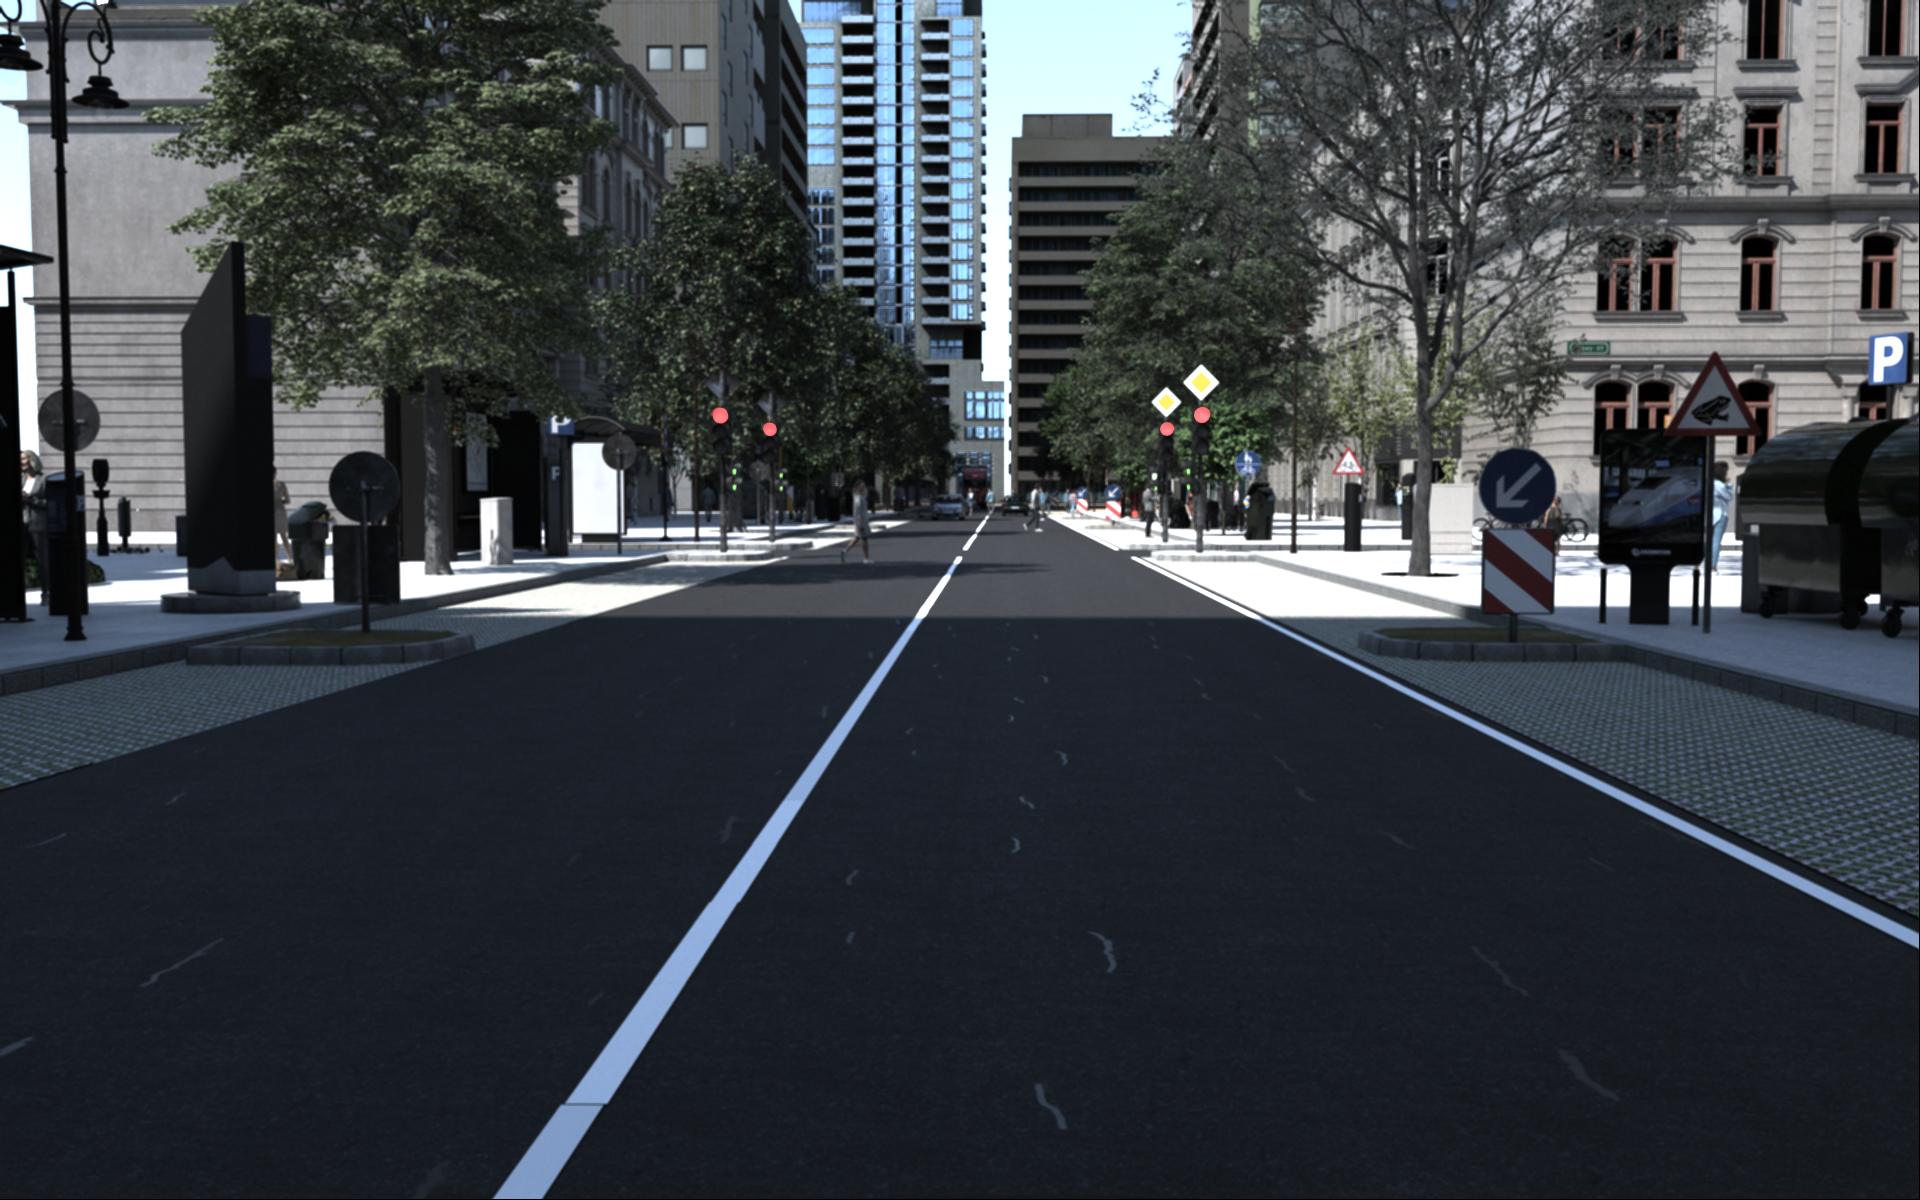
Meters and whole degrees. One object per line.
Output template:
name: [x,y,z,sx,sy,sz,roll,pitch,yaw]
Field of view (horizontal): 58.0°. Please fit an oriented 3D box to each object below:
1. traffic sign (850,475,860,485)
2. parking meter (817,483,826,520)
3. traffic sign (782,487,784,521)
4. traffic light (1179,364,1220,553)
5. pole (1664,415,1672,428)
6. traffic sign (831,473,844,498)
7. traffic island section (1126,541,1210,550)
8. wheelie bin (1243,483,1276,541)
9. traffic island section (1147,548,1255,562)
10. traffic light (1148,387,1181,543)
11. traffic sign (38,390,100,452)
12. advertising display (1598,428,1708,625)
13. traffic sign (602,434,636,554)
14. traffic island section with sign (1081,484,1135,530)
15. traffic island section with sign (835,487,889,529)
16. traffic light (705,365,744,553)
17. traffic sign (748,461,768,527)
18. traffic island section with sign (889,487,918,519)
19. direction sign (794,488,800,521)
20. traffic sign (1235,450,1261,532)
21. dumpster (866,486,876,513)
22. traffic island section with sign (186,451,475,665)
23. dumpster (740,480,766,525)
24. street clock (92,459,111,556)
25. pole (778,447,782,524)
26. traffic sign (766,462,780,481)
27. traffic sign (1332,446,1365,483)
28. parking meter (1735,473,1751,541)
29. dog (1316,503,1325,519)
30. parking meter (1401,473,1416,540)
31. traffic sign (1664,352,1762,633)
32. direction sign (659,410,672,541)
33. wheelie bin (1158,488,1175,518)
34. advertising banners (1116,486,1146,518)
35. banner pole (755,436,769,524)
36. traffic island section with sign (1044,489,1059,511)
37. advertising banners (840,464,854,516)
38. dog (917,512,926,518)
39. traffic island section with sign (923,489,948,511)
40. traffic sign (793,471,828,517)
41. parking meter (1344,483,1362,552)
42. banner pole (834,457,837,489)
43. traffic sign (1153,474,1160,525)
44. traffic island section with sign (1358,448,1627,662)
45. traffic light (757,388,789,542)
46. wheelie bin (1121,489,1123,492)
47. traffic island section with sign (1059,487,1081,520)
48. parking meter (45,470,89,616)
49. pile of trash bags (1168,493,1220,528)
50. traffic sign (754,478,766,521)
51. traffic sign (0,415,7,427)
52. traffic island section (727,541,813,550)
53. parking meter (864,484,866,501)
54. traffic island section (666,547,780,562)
traffic sign: [-6.337,-6.508,106.415,0.884,2.594,0.081,1,4,11]
parking meter: [-6.855,-4.883,85.553,0.399,1.863,0.255,-3,5,-43]
traffic sign: [-8.344,-4.993,81.738,0.768,2.556,0.104,0,4,2]
traffic light: [5.197,-2.977,37.596,0.839,4.253,0.868,0,4,1]
pole: [18.237,-3.110,44.698,0.158,3.312,0.155,0,3,0]
traffic sign: [-5.819,-4.905,82.327,0.606,2.300,0.079,1,4,10]
traffic island section: [5.435,-1.432,45.692,2.009,0.180,2.903,0,4,1]
wheelie bin: [8.341,-2.452,48.000,0.980,1.594,0.693,-2,4,-32]
traffic island section: [5.237,-0.944,37.709,2.009,0.180,2.903,0,4,1]
traffic light: [5.396,-3.465,45.579,0.839,4.253,0.868,0,4,1]
traffic sign: [-10.816,-1.280,21.034,0.768,2.556,0.104,0,4,2]
advertising display: [6.794,-0.722,17.024,0.974,1.923,0.123,1,4,19]
traffic sign: [-7.234,-2.241,36.739,0.768,2.556,0.104,1,4,10]
traffic island section with sign: [6.062,-3.771,70.282,1.989,1.847,2.006,0,4,1]
traffic island section with sign: [-4.050,-3.806,70.850,1.989,1.847,2.006,0,4,1]
traffic light: [-5.161,-2.992,37.837,0.839,4.253,0.868,0,4,1]
traffic sign: [-7.815,-4.095,67.061,0.768,2.556,0.104,0,4,4]
traffic island section with sign: [-3.386,-5.470,98.068,1.989,1.847,2.006,0,4,1]
direction sign: [-7.715,-5.519,82.237,0.379,3.537,0.876,0,4,-5]
traffic sign: [8.414,-3.091,50.643,0.768,2.556,0.104,0,4,6]
dumpster: [-6.471,-6.933,119.120,1.264,1.857,1.865,0,4,2]
traffic island section with sign: [-5.433,-0.410,15.327,1.989,1.847,2.006,0,4,1]
dumpster: [-8.879,-4.094,72.691,1.264,1.857,1.865,0,4,2]
street clock: [-17.776,-1.914,35.869,0.358,2.002,0.471,-3,4,-38]
pole: [-7.704,-4.917,74.238,0.158,3.312,0.155,0,3,0]
traffic sign: [-7.422,-4.181,68.464,0.768,2.556,0.104,0,4,5]
traffic sign: [10.540,-2.877,47.043,0.884,2.594,0.081,1,4,11]
parking meter: [21.448,-2.551,47.423,0.255,1.863,0.399,-1,4,-10]
dog: [18.519,-4.608,89.722,0.800,0.831,0.513,0,4,3]
parking meter: [12.477,-2.598,48.185,0.255,1.863,0.399,3,5,39]
traffic sign: [6.898,-0.974,15.931,0.884,2.594,0.081,0,4,2]
direction sign: [-8.059,-3.382,47.290,0.379,3.537,0.876,-1,4,-20]
wheelie bin: [11.070,-5.184,92.658,0.980,1.594,0.693,-1,4,-22]
advertising banners: [9.241,-5.846,91.772,2.074,3.025,0.090,1,4,12]
banner pole: [-8.533,-5.148,74.192,0.401,3.779,0.863,-3,5,-43]
traffic island section with sign: [8.015,-8.579,148.897,1.989,1.847,2.006,0,4,1]
advertising banners: [-6.563,-6.397,100.776,0.090,3.025,2.074,-2,4,-27]
dog: [-2.286,-5.000,101.947,0.748,0.427,0.550,2,4,34]
traffic island section with sign: [-2.135,-8.535,148.169,1.989,1.847,2.006,0,4,1]
traffic sign: [-8.581,-6.387,98.292,2.265,3.308,0.079,1,4,10]
parking meter: [8.736,-1.840,38.494,0.372,1.533,0.369,0,3,0]
banner pole: [-7.096,-6.645,98.656,0.401,3.779,0.863,0,4,6]
traffic sign: [8.247,-4.248,71.579,0.606,2.300,0.079,0,4,5]
traffic island section with sign: [4.694,-0.429,15.637,1.989,1.847,2.006,0,4,1]
traffic light: [-4.963,-3.480,45.819,0.839,4.253,0.868,0,4,1]
wheelie bin: [10.504,-6.432,113.073,0.980,1.594,0.693,-1,4,-18]
traffic island section with sign: [6.725,-5.437,97.522,1.989,1.847,2.006,0,4,1]
parking meter: [-9.476,-0.609,18.374,0.372,1.533,0.369,0,3,0]
pile of trash bags: [8.741,-3.361,64.704,1.912,1.369,3.447,0,4,6]
traffic sign: [-9.551,-5.041,82.522,0.768,2.556,0.104,0,4,5]
traffic sign: [-8.036,-0.845,13.816,0.884,2.594,0.081,0,4,4]
traffic island section: [-5.003,-1.448,45.955,2.009,0.180,2.903,0,4,1]
parking meter: [-5.618,-5.751,99.735,0.255,1.863,0.399,1,4,20]
traffic island section: [-5.201,-0.960,37.973,2.009,0.180,2.903,0,4,1]
